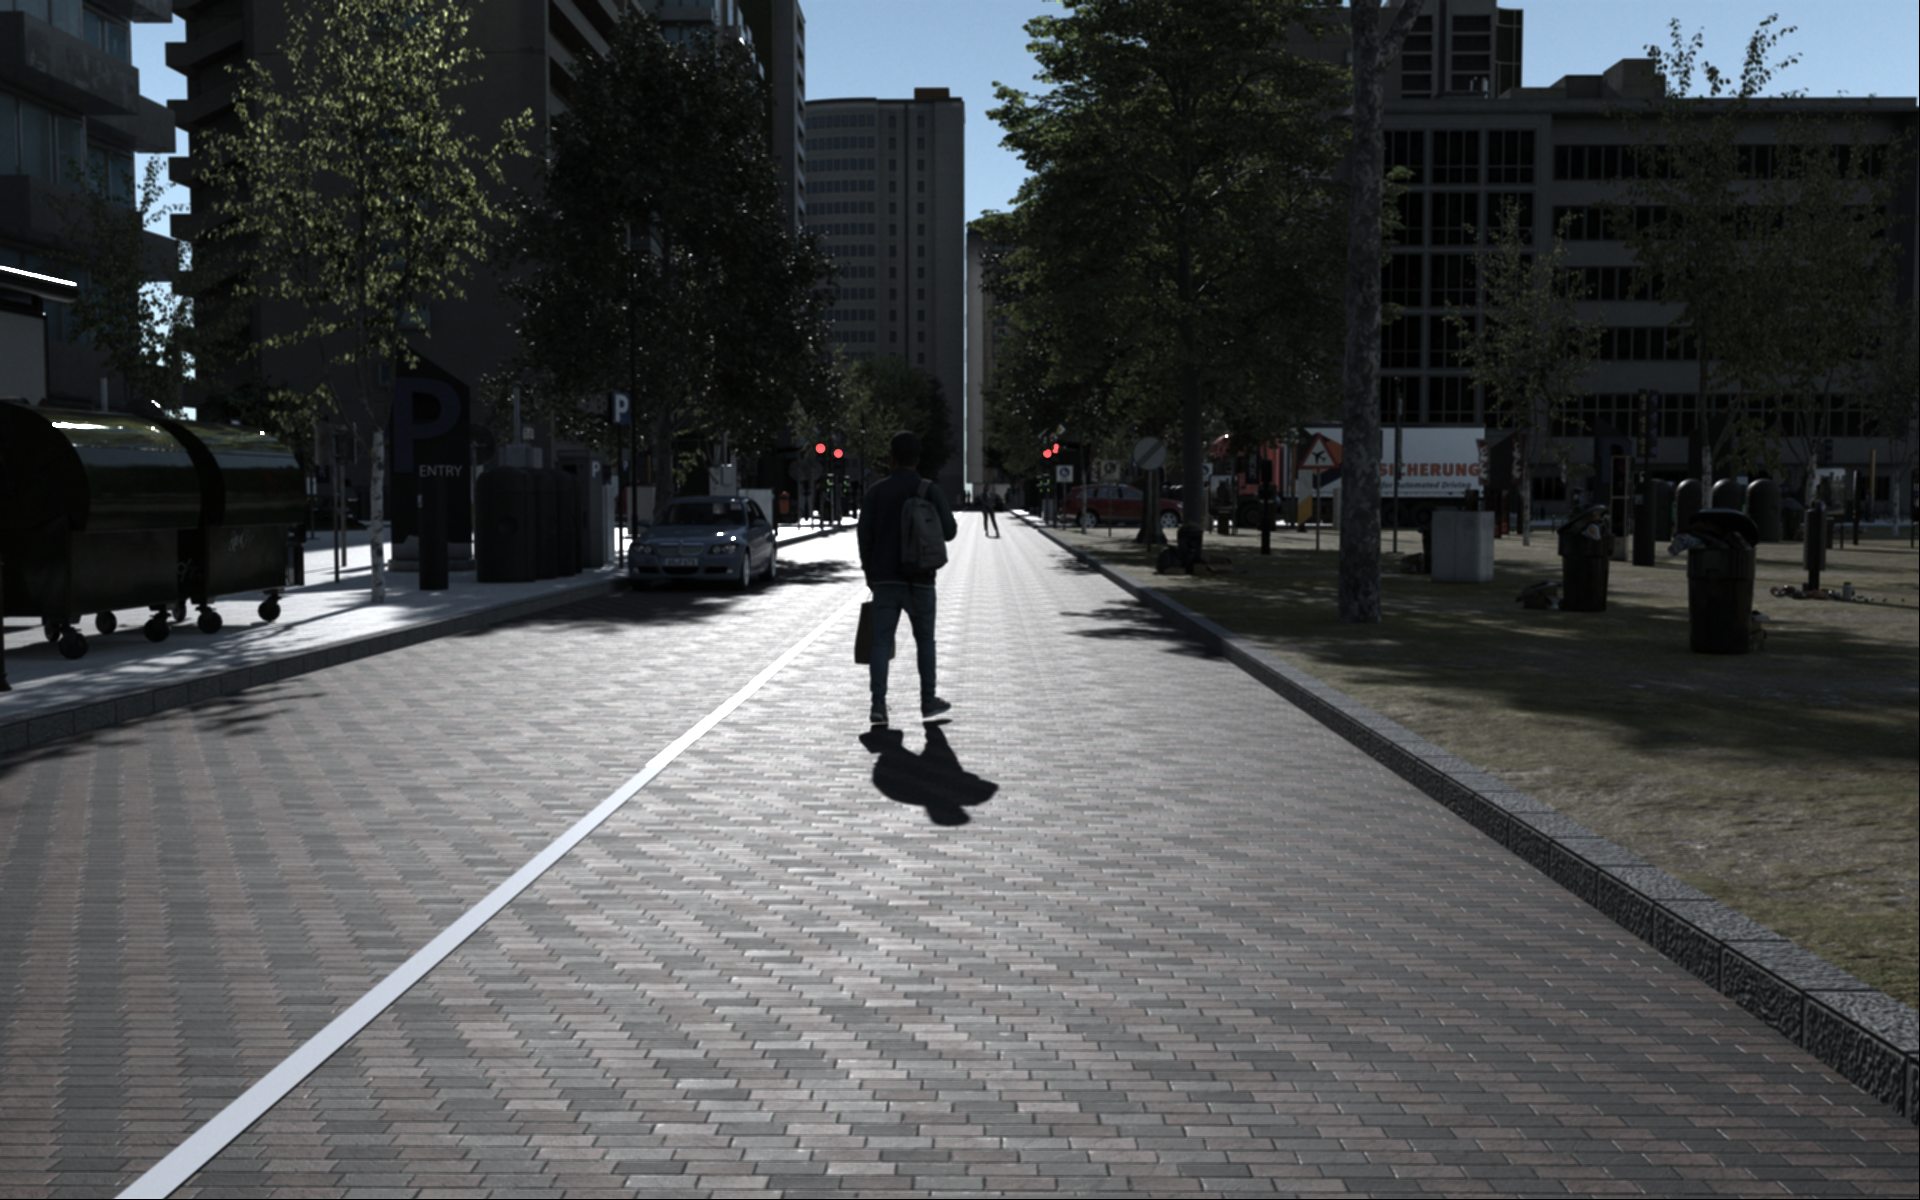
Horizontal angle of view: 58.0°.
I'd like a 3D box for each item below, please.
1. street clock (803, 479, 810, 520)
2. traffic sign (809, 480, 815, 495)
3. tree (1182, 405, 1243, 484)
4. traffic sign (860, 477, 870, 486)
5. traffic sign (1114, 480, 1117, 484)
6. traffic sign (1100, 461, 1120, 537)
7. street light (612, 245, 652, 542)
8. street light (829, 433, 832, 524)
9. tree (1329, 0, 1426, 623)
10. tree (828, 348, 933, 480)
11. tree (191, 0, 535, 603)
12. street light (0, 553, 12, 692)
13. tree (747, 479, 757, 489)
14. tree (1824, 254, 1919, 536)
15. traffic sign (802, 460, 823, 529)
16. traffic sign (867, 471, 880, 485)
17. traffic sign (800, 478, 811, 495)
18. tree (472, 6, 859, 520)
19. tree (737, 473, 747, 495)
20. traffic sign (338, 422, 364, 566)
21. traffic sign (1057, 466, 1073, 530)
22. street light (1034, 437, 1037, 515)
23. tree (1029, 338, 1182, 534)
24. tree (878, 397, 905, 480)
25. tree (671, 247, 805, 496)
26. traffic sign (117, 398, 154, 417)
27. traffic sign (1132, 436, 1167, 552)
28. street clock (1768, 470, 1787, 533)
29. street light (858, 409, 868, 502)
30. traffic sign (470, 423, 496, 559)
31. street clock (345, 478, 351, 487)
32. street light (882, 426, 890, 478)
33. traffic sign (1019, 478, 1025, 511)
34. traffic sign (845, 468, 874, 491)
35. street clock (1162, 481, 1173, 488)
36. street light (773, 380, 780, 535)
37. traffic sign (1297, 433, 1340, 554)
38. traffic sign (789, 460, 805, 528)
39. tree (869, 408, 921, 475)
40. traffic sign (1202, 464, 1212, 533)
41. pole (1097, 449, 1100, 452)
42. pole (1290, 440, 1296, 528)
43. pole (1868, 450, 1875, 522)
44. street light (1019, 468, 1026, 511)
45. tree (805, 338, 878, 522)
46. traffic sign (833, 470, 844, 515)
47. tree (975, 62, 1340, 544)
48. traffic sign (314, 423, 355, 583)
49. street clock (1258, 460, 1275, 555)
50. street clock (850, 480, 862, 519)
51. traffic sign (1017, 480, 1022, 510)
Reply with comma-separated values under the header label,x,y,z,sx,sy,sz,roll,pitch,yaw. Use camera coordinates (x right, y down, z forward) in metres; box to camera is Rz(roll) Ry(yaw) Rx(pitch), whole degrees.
label,x,y,z,sx,sy,sz,roll,pitch,yaw
street clock,-7.513,-4.904,84.757,0.358,2.002,0.471,0,4,-2
traffic sign,-8.542,-5.906,98.684,0.606,2.300,0.079,0,4,2
tree,11.525,-7.845,78.631,4.360,8.622,3.978,0,3,0
traffic sign,-7.000,-7.815,127.880,0.768,2.556,0.104,0,4,3
traffic sign,9.323,-6.547,107.154,0.768,2.556,0.104,1,4,10
traffic sign,4.493,-3.043,51.875,0.606,2.300,0.079,1,4,9
street light,-6.110,-3.646,32.405,0.468,5.910,1.993,0,4,1
street light,-5.480,-6.133,73.065,0.468,5.910,1.993,0,4,1
tree,5.345,-9.802,16.157,12.611,20.169,13.585,0,3,0
tree,-5.654,-12.021,122.299,9.928,11.665,9.643,0,3,0
tree,-6.984,-4.288,20.468,4.360,8.622,3.978,0,3,0
street light,-6.285,-2.344,11.114,0.468,5.910,1.993,0,4,1
tree,-13.563,-7.690,120.340,1.663,3.219,1.824,0,3,0
tree,28.342,-6.236,52.329,4.360,8.622,3.978,0,3,0
traffic sign,-5.484,-3.925,64.278,0.768,2.556,0.104,0,4,6
traffic sign,-4.906,-6.063,99.137,0.884,2.594,0.081,1,4,10
traffic sign,-8.670,-5.886,96.335,0.768,2.556,0.104,0,4,7
tree,-6.951,-7.581,40.954,9.611,12.733,9.660,0,3,0
tree,-16.526,-8.099,127.019,1.663,3.219,1.824,0,3,0
traffic sign,-10.927,-1.868,30.652,0.768,2.556,0.104,0,4,5
traffic sign,3.719,-3.642,61.680,0.606,2.300,0.079,0,4,1
street light,4.552,-8.080,104.901,0.468,5.910,1.993,0,4,1
tree,4.176,-6.400,55.002,4.360,8.622,3.978,0,3,0
tree,-5.610,-9.427,104.485,4.360,8.622,3.978,0,3,0
tree,-6.984,-6.071,49.631,4.360,8.622,3.978,0,3,0
traffic sign,-10.890,-1.402,23.031,0.768,2.556,0.104,0,4,7
traffic sign,4.182,-2.332,38.240,0.768,2.556,0.104,1,4,9
street clock,24.121,-2.850,51.160,0.471,2.002,0.358,-1,4,-9
street light,-5.305,-7.443,94.488,0.468,5.910,1.993,0,4,1
traffic sign,-8.748,-1.905,31.246,0.768,2.556,0.104,0,4,1
street clock,-28.465,-4.631,80.280,0.471,2.002,0.358,1,4,15
street light,-4.954,-8.739,115.674,0.468,5.910,1.993,0,4,1
traffic sign,4.816,-7.878,128.814,0.884,2.594,0.081,0,4,8
traffic sign,-7.788,-8.544,133.570,2.265,3.308,0.079,0,4,2
street clock,11.646,-5.695,97.677,0.471,2.002,0.358,-2,4,-27
street light,-5.715,-4.950,53.722,0.468,5.910,1.993,0,4,1
traffic sign,7.595,-2.245,36.709,0.884,2.594,0.081,1,4,9
traffic sign,-6.023,-3.953,64.739,0.768,2.556,0.104,0,4,5
tree,-5.124,-11.770,142.807,4.737,8.622,4.395,0,3,0
traffic sign,7.983,-3.346,56.837,0.606,2.300,0.079,1,4,10
pole,6.168,-5.137,77.832,0.158,3.312,0.155,0,3,0
pole,12.549,-4.368,65.255,0.158,3.312,0.155,0,3,0
pole,41.907,-5.245,79.605,0.158,3.312,0.155,0,3,0
street light,4.766,-9.390,126.316,0.468,5.910,1.993,0,4,1
tree,-6.245,-7.974,80.732,4.360,8.622,3.978,0,3,0
traffic sign,-6.351,-5.444,89.109,0.768,2.556,0.104,0,4,5
tree,5.042,-7.819,44.845,9.611,12.733,9.660,0,3,0
traffic sign,-9.016,-1.399,25.004,0.606,2.300,0.079,0,4,6
street clock,6.479,-1.963,36.661,0.358,2.002,0.471,1,4,8
street clock,-5.504,-5.264,90.639,0.358,2.002,0.471,3,4,37
traffic sign,5.057,-8.640,141.363,0.768,2.556,0.104,0,4,4
